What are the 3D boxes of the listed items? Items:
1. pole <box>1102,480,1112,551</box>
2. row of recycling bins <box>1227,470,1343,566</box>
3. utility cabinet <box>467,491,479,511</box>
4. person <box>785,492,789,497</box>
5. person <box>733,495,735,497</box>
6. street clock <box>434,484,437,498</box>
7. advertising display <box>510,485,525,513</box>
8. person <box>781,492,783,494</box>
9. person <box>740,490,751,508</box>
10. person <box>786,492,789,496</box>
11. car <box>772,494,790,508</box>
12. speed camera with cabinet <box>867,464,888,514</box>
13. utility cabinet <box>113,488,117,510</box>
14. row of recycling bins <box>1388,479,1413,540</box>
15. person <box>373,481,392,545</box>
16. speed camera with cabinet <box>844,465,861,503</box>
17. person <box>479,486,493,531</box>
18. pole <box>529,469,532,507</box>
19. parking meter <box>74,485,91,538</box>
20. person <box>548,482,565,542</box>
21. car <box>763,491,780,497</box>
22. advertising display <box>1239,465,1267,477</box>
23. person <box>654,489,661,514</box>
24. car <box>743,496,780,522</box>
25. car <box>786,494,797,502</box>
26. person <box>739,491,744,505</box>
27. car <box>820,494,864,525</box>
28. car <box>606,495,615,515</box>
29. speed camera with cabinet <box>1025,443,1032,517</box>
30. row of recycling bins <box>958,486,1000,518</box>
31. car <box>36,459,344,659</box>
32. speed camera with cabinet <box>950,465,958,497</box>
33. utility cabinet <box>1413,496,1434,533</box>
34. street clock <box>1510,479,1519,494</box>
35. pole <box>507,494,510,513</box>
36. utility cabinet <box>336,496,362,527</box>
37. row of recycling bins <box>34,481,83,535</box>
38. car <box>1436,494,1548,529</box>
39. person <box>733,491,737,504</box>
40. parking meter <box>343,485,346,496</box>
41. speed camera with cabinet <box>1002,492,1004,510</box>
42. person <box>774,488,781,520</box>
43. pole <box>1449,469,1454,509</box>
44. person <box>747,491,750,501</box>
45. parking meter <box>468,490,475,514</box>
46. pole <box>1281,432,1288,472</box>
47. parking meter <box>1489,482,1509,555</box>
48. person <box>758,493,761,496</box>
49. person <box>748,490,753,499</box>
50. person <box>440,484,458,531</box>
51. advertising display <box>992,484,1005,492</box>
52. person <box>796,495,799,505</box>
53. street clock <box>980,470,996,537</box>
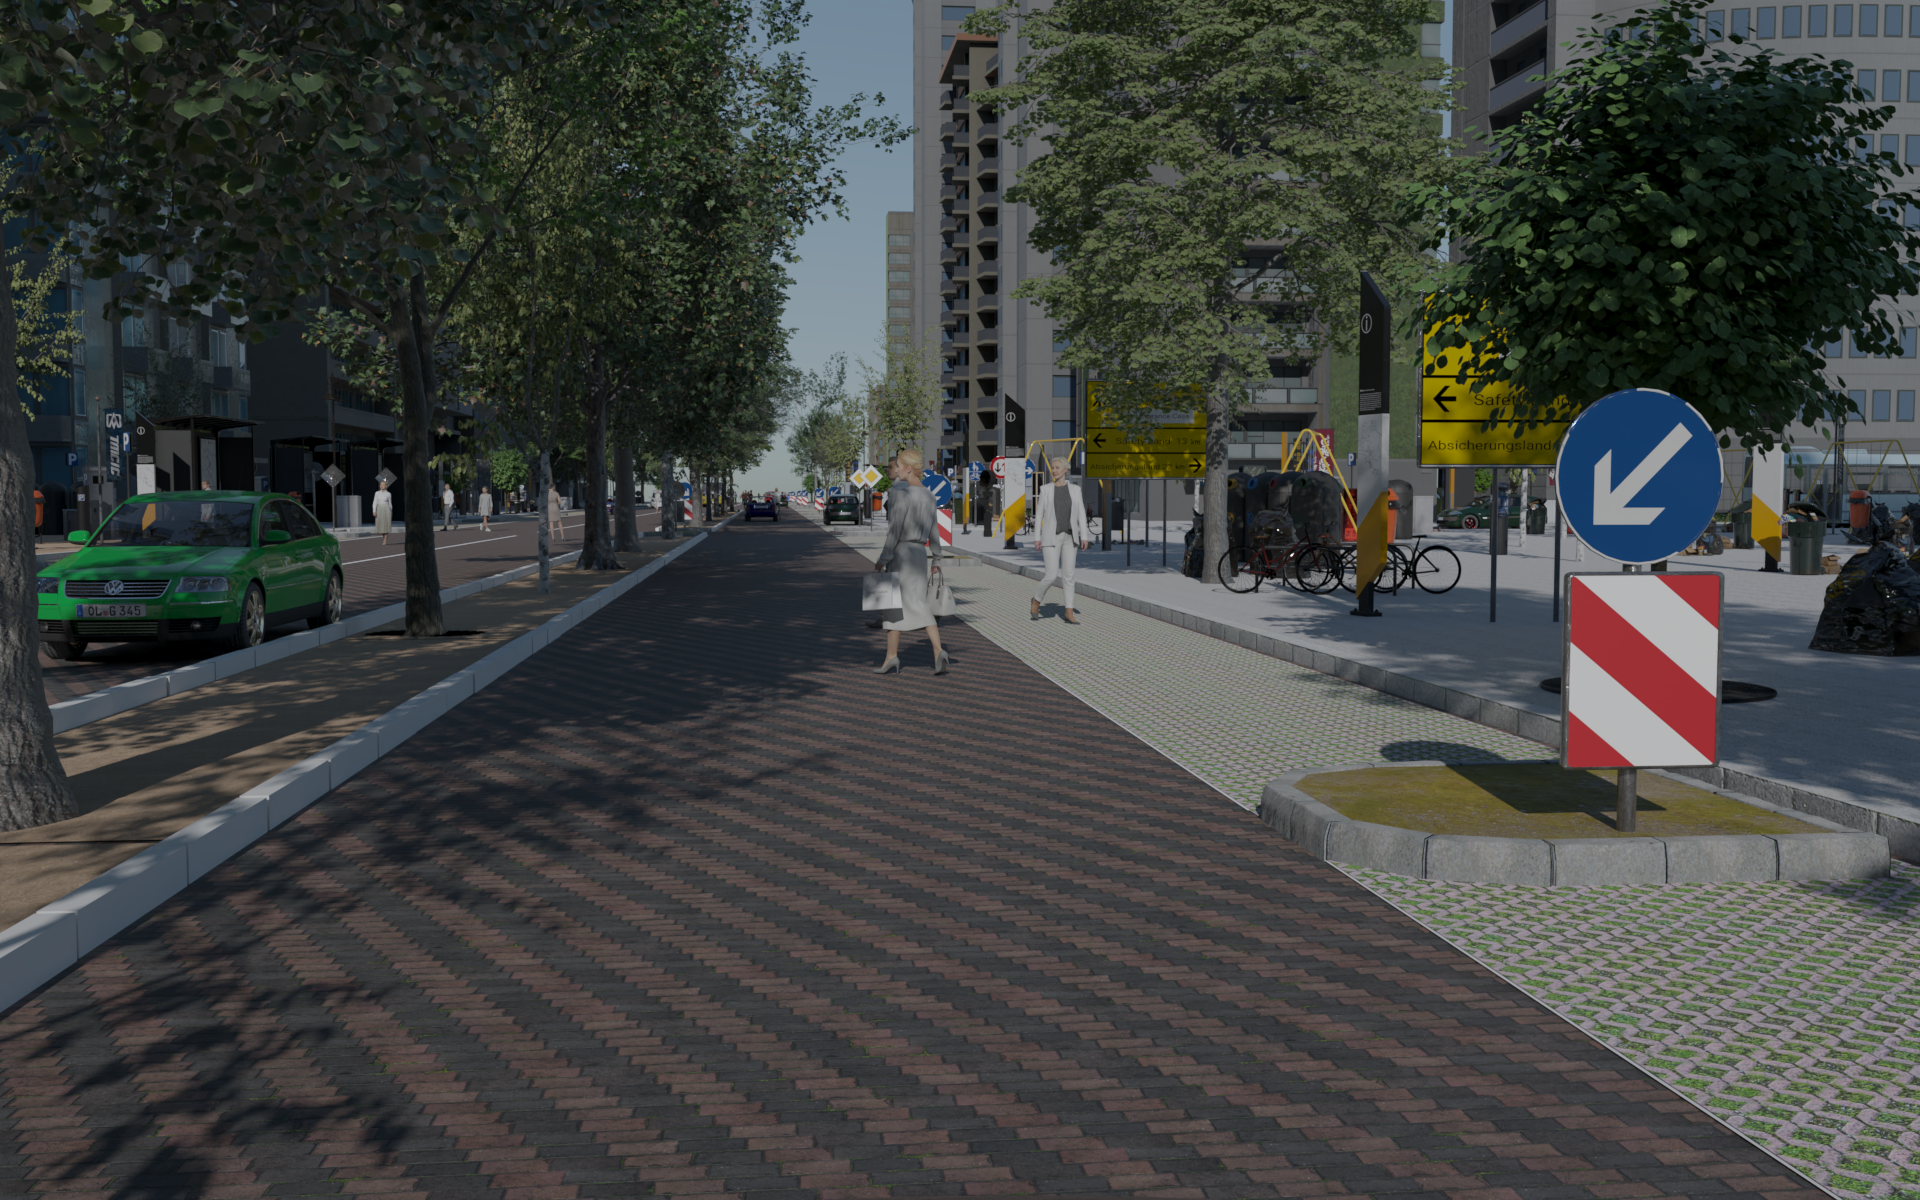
[{"bbox_3d":[3.308,-2.762,39.000,0.158,3.312,0.155,0,3,0],"label":"pole"},{"bbox_3d":[5.804,-1.500,31.633,1.069,1.692,3.534,-1,4,-20],"label":"row of recycling bins"},{"bbox_3d":[-36.556,-7.465,130.723,1.173,1.500,0.318,-2,4,-31],"label":"utility cabinet"},{"bbox_3d":[-27.143,-15.869,268.675,1.217,1.735,0.721,0,4,-4],"label":"person"},{"bbox_3d":[-37.776,-16.960,286.531,1.217,1.736,0.721,-2,4,-24],"label":"person"},{"bbox_3d":[-38.065,-7.393,125.442,0.358,2.002,0.471,-2,4,-23],"label":"street clock"},{"bbox_3d":[-30.161,-6.896,117.961,0.974,1.923,0.123,-1,4,-15],"label":"advertising display"},{"bbox_3d":[-22.835,-13.065,222.794,1.217,1.739,0.721,2,4,27],"label":"person"},{"bbox_3d":[-20.193,-9.471,163.378,1.348,1.821,0.705,-2,4,-30],"label":"person"},{"bbox_3d":[-29.510,-17.674,298.178,1.217,1.736,0.721,-3,4,-38],"label":"person"},{"bbox_3d":[-18.074,-10.017,173.561,2.009,1.686,4.222,0,4,-5],"label":"car"},{"bbox_3d":[-5.363,-7.256,112.979,0.660,3.252,2.038,-2,4,-28],"label":"speed camera with cabinet"},{"bbox_3d":[-31.799,-3.435,64.848,0.318,1.500,1.173,-2,4,-30],"label":"utility cabinet"},{"bbox_3d":[12.659,-2.644,50.340,1.069,1.692,3.534,1,4,11],"label":"row of recycling bins"},{"bbox_3d":[-16.186,-2.441,48.638,0.478,1.798,0.641,0,4,0],"label":"person"},{"bbox_3d":[-7.459,-7.610,118.759,0.660,3.252,2.038,0,4,5],"label":"speed camera with cabinet"},{"bbox_3d":[-18.357,-3.525,66.889,0.760,1.731,0.466,3,4,39],"label":"person"},{"bbox_3d":[-34.479,-8.879,139.008,0.158,3.312,0.155,0,3,0],"label":"pole"},{"bbox_3d":[-23.875,-2.368,47.121,0.372,1.533,0.369,0,3,0],"label":"parking meter"},{"bbox_3d":[-12.202,-2.648,52.128,0.599,1.781,0.374,0,4,-8],"label":"person"},{"bbox_3d":[-22.063,-11.962,204.253,2.281,1.827,5.304,0,4,-8],"label":"car"},{"bbox_3d":[6.588,-2.067,39.005,0.123,1.923,0.974,3,5,43],"label":"advertising display"},{"bbox_3d":[-21.920,-7.157,125.865,0.624,1.780,0.694,-2,4,-34],"label":"person"},{"bbox_3d":[-10.496,-4.835,91.630,1.945,1.354,3.894,0,4,-5],"label":"car"},{"bbox_3d":[-27.652,-16.724,283.034,1.945,1.707,3.694,0,4,-8],"label":"car"},{"bbox_3d":[-29.552,-13.917,235.974,1.348,1.831,0.705,1,4,23],"label":"person"},{"bbox_3d":[-5.418,-4.295,80.004,2.009,1.686,4.222,0,4,-7],"label":"car"},{"bbox_3d":[-24.782,-6.606,120.596,1.945,1.354,3.894,0,4,-5],"label":"car"},{"bbox_3d":[3.168,-4.477,67.528,2.038,3.252,0.660,-2,4,-27],"label":"speed camera with cabinet"},{"bbox_3d":[0.982,-5.392,95.273,1.069,1.692,3.534,-3,4,-37],"label":"row of recycling bins"},{"bbox_3d":[-7.219,-0.473,16.525,1.959,1.807,4.718,0,4,-6],"label":"car"},{"bbox_3d":[-0.450,-7.715,120.472,0.660,3.252,2.038,0,4,3],"label":"speed camera with cabinet"},{"bbox_3d":[15.099,-2.791,56.795,1.020,1.237,0.306,-3,5,-40],"label":"utility cabinet"},{"bbox_3d":[27.483,-4.976,85.930,0.471,2.002,0.358,-3,5,-43],"label":"street clock"},{"bbox_3d":[-30.120,-7.439,115.469,0.158,3.312,0.155,0,3,0],"label":"pole"},{"bbox_3d":[-23.688,-3.412,66.956,1.020,1.237,0.306,0,4,6],"label":"utility cabinet"},{"bbox_3d":[-28.848,-2.896,54.463,3.534,1.692,1.069,0,4,7],"label":"row of recycling bins"},{"bbox_3d":[20.641,-3.509,67.153,4.222,1.686,2.009,0,4,-6],"label":"car"},{"bbox_3d":[-33.698,-15.376,259.881,0.705,1.826,1.348,1,4,20],"label":"person"},{"bbox_3d":[-39.753,-6.519,112.299,0.255,1.863,0.399,2,4,33],"label":"parking meter"},{"bbox_3d":[3.307,-7.163,111.447,2.038,3.252,0.660,-3,5,-44],"label":"speed camera with cabinet"},{"bbox_3d":[-10.169,-5.368,96.491,0.478,1.798,0.641,-2,4,-29],"label":"person"},{"bbox_3d":[20.646,-4.824,72.717,0.158,3.312,0.155,0,3,0],"label":"pole"},{"bbox_3d":[-23.553,-11.277,193.555,0.721,1.739,1.217,0,4,3],"label":"person"},{"bbox_3d":[-32.005,-6.427,113.490,0.372,1.533,0.369,0,3,0],"label":"parking meter"},{"bbox_3d":[10.719,-3.879,57.266,0.158,3.312,0.155,0,3,0],"label":"pole"},{"bbox_3d":[11.337,-1.713,36.423,0.372,1.533,0.369,0,3,0],"label":"parking meter"},{"bbox_3d":[-33.381,-17.018,288.205,0.593,1.643,0.415,-2,4,-33],"label":"person"},{"bbox_3d":[-22.479,-10.915,186.598,0.705,1.869,1.348,-3,4,-38],"label":"person"},{"bbox_3d":[-19.900,-3.594,67.368,0.679,1.850,0.850,3,5,43],"label":"person"},{"bbox_3d":[2.602,-6.588,112.923,0.974,1.923,0.123,0,4,1],"label":"advertising display"},{"bbox_3d":[-21.343,-13.453,229.012,0.434,1.755,0.990,-2,4,-34],"label":"person"},{"bbox_3d":[0.830,-2.883,51.710,0.358,2.002,0.471,-3,5,-44],"label":"street clock"}]
